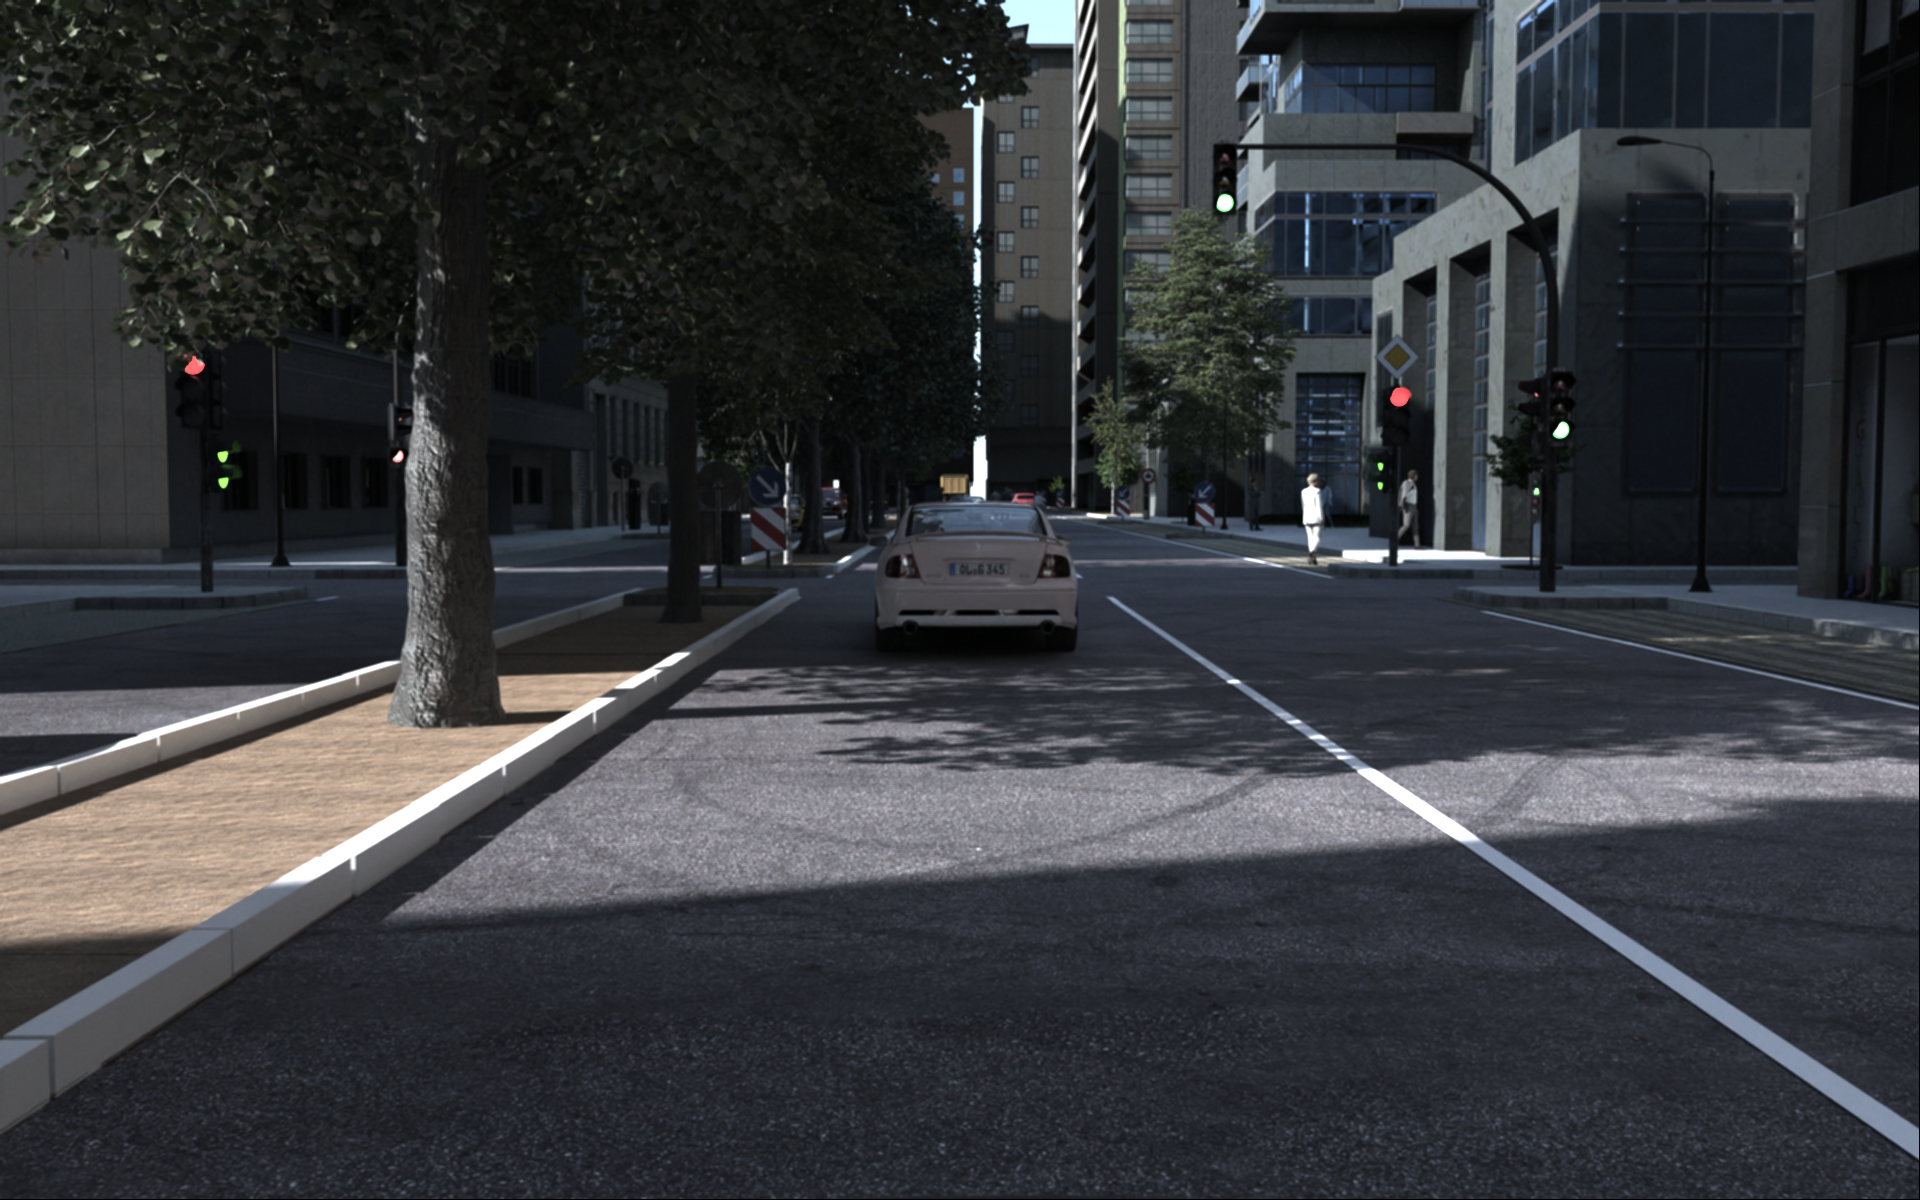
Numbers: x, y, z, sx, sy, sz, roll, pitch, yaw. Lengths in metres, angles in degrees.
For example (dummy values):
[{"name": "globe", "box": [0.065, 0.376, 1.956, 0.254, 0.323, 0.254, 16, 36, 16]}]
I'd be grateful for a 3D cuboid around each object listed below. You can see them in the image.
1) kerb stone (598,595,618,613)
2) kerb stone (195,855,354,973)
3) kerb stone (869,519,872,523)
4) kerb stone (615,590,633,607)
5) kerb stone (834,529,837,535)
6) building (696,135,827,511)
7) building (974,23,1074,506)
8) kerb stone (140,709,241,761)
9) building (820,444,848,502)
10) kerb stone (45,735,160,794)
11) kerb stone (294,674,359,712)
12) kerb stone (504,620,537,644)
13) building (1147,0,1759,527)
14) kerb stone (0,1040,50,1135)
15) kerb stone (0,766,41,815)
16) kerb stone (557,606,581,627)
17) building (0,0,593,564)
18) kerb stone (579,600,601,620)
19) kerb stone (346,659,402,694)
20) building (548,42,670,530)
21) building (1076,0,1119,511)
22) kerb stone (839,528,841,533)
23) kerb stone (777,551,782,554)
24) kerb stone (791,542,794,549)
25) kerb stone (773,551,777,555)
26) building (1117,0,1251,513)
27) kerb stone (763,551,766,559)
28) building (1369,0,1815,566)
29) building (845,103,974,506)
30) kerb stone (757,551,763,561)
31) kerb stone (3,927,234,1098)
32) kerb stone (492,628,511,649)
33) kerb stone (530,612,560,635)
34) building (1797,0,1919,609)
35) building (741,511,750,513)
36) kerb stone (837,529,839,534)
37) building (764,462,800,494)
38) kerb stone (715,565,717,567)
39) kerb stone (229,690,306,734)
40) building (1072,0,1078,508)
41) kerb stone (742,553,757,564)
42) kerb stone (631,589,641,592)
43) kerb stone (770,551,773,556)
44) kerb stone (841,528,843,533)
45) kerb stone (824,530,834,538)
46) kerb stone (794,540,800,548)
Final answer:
[{"name": "kerb stone", "box": [-4.338, 0.074, 20.985, 0.120, 0.150, 1.000, 0, 3, 0]}, {"name": "kerb stone", "box": [-2.215, 1.016, 5.632, 0.120, 0.150, 1.000, 0, 3, 0]}, {"name": "kerb stone", "box": [-4.476, -4.099, 89.222, 0.120, 0.150, 1.000, 0, 3, 0]}, {"name": "kerb stone", "box": [-4.350, 0.011, 22.024, 0.120, 0.150, 1.000, 0, 3, 0]}, {"name": "kerb stone", "box": [-4.421, -2.280, 59.468, 0.120, 0.150, 1.000, 0, 3, 0]}, {"name": "building", "box": [-28.611, -33.563, 168.370, 30.456, 49.044, 23.786, 0, 3, 0]}, {"name": "building", "box": [15.478, -37.579, 203.654, 27.495, 52.752, 28.713, 0, 3, 0]}, {"name": "kerb stone", "box": [-4.317, 0.763, 9.712, 0.120, 0.150, 1.000, 0, 3, 0]}, {"name": "building", "box": [-24.690, -31.437, 205.882, 23.993, 40.220, 32.217, 0, 3, 0]}, {"name": "kerb stone", "box": [-4.317, 0.833, 8.691, 0.120, 0.150, 1.000, 0, 3, 0]}, {"name": "kerb stone", "box": [-4.328, 0.644, 11.757, 0.120, 0.150, 1.000, 0, 3, 0]}, {"name": "kerb stone", "box": [-4.329, 0.327, 16.879, 0.120, 0.150, 1.000, 0, 3, 0]}, {"name": "building", "box": [22.568, -47.396, 87.604, 22.319, 86.520, 31.000, 0, 3, 0]}, {"name": "kerb stone", "box": [-2.205, 1.141, 3.583, 0.120, 0.150, 1.000, 0, 3, 0]}, {"name": "kerb stone", "box": [-4.313, 0.889, 7.666, 0.120, 0.150, 1.000, 0, 3, 0]}, {"name": "kerb stone", "box": [-4.338, 0.200, 18.924, 0.120, 0.150, 1.000, 0, 3, 0]}, {"name": "building", "box": [-19.893, -13.859, 45.661, 14.314, 24.678, 30.058, 0, 3, 0]}, {"name": "kerb stone", "box": [-4.331, 0.137, 19.949, 0.120, 0.150, 1.000, 0, 3, 0]}, {"name": "kerb stone", "box": [-4.328, 0.575, 12.787, 0.120, 0.150, 1.000, 0, 3, 0]}, {"name": "building", "box": [-21.195, -14.828, 75.714, 16.112, 22.955, 30.059, 0, 3, 0]}, {"name": "building", "box": [20.917, -31.637, 140.967, 21.300, 48.544, 21.600, 0, 3, 0]}, {"name": "kerb stone", "box": [-4.427, -2.405, 61.516, 0.120, 0.150, 1.000, 0, 3, 0]}, {"name": "kerb stone", "box": [-4.378, -1.151, 41.021, 0.120, 0.150, 1.000, 0, 3, 0]}, {"name": "kerb stone", "box": [-4.386, -1.339, 44.087, 0.120, 0.150, 1.000, 0, 3, 0]}, {"name": "kerb stone", "box": [-4.388, -1.089, 39.995, 0.120, 0.150, 1.000, 0, 3, 0]}, {"name": "building", "box": [18.050, -26.851, 122.606, 14.154, 41.232, 14.086, 0, 3, 0]}, {"name": "kerb stone", "box": [-4.377, -0.963, 37.936, 0.120, 0.150, 1.000, 0, 3, 0]}, {"name": "building", "box": [26.375, -44.451, 39.441, 31.000, 86.520, 22.319, 0, 3, 0]}, {"name": "building", "box": [-5.575, -33.424, 196.595, 14.200, 45.320, 14.600, 0, 3, 0]}, {"name": "kerb stone", "box": [-4.367, -0.900, 36.914, 0.120, 0.150, 1.000, 0, 3, 0]}, {"name": "kerb stone", "box": [-2.207, 1.076, 4.606, 0.120, 0.150, 1.000, 0, 3, 0]}, {"name": "kerb stone", "box": [-4.322, 0.389, 15.857, 0.120, 0.150, 1.000, 0, 3, 0]}, {"name": "kerb stone", "box": [-4.335, 0.263, 17.902, 0.120, 0.150, 1.000, 0, 3, 0]}, {"name": "building", "box": [20.166, -12.203, 4.035, 19.350, 26.468, 34.151, 0, 3, 0]}, {"name": "building", "box": [-24.955, -30.621, 120.266, 23.786, 49.044, 30.456, 0, 3, 0]}, {"name": "kerb stone", "box": [-4.424, -2.342, 60.493, 0.120, 0.150, 1.000, 0, 3, 0]}, {"name": "building", "box": [-20.962, -22.714, 143.081, 14.160, 30.474, 14.107, 0, 3, 0]}, {"name": "kerb stone", "box": [-4.359, -0.585, 31.792, 0.120, 0.150, 1.000, 0, 3, 0]}, {"name": "kerb stone", "box": [-4.321, 0.703, 10.735, 0.120, 0.150, 1.000, 0, 3, 0]}, {"name": "building", "box": [21.321, -38.136, 165.523, 21.231, 58.520, 28.212, 0, 3, 0]}, {"name": "kerb stone", "box": [-4.372, -0.832, 35.892, 0.120, 0.150, 1.000, 0, 3, 0]}, {"name": "kerb stone", "box": [-4.340, -0.051, 23.052, 0.120, 0.150, 1.000, 0, 3, 0]}, {"name": "kerb stone", "box": [-4.379, -1.026, 38.973, 0.120, 0.150, 1.000, 0, 3, 0]}, {"name": "kerb stone", "box": [-4.424, -2.467, 62.538, 0.120, 0.150, 1.000, 0, 3, 0]}, {"name": "kerb stone", "box": [-4.421, -2.217, 58.445, 0.120, 0.150, 1.000, 0, 3, 0]}, {"name": "kerb stone", "box": [-4.394, -1.463, 46.134, 0.120, 0.150, 1.000, 0, 3, 0]}]
